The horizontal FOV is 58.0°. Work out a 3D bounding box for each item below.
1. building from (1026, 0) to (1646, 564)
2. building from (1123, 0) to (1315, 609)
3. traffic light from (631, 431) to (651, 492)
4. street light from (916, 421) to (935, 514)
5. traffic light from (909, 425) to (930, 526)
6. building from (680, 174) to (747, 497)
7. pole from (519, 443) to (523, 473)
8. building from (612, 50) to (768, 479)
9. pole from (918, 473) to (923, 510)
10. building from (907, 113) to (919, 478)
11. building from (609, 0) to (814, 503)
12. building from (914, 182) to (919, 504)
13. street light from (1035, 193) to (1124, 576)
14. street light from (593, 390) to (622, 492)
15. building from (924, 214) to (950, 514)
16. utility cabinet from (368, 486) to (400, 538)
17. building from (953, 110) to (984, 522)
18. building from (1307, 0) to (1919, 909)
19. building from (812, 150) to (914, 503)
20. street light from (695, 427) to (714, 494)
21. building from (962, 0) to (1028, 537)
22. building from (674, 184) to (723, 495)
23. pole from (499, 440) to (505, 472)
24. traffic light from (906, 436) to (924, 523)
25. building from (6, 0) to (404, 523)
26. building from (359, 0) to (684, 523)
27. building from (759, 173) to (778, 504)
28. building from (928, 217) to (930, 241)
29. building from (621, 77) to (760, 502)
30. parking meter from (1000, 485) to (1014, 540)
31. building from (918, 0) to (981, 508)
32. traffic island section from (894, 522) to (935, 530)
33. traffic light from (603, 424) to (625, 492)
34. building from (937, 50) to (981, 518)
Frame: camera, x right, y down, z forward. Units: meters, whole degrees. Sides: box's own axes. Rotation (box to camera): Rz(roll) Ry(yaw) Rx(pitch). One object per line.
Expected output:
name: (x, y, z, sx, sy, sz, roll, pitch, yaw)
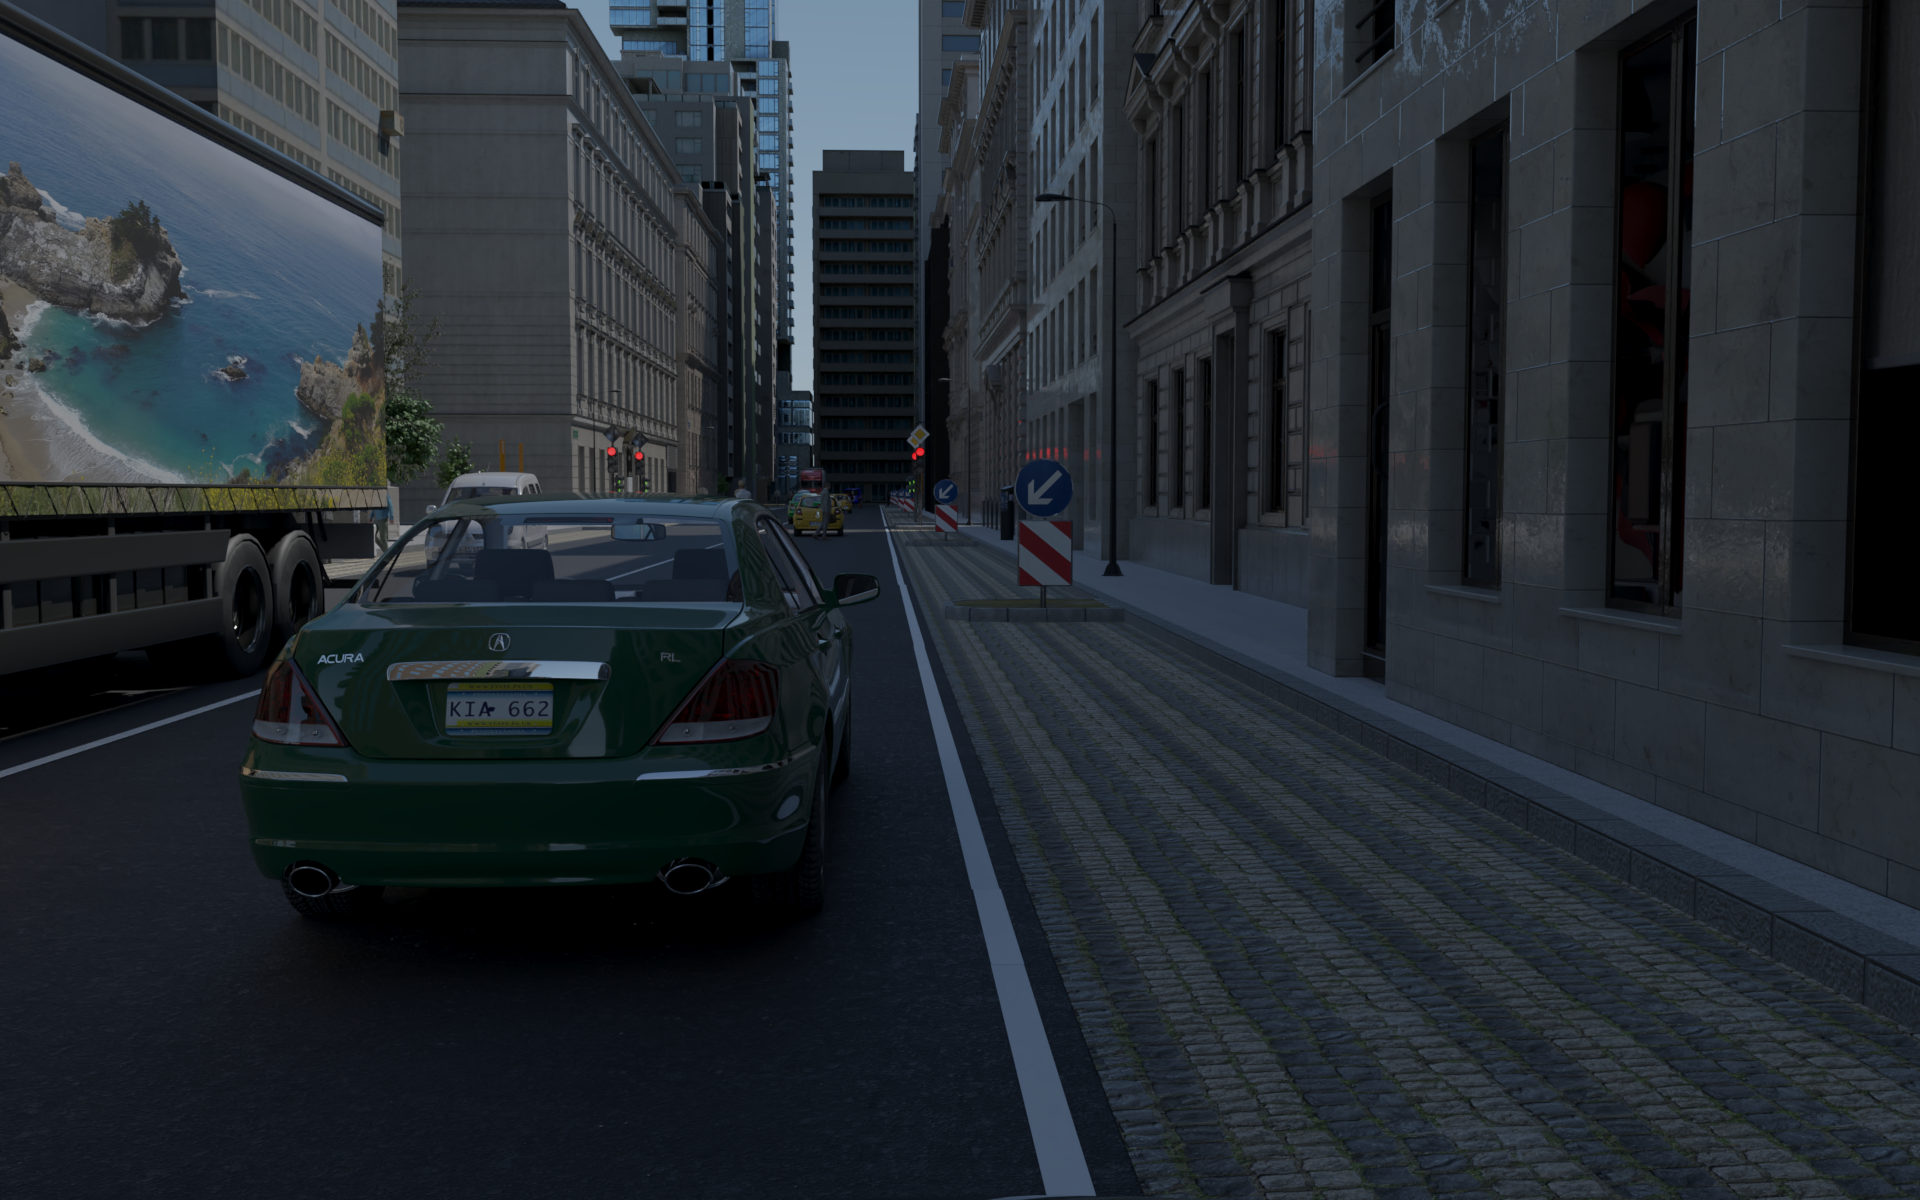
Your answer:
building: (7.506, -11.418, 41.443, 10.420, 20.320, 16.860, 0, 4, -3)
building: (8.343, -9.715, 23.460, 10.561, 19.102, 19.286, 0, 4, -3)
traffic light: (-14.261, -5.408, 77.334, 0.839, 4.253, 0.868, 0, 4, -3)
street light: (-2.129, -8.427, 110.320, 1.470, 5.913, 1.316, 0, 4, -3)
traffic light: (-1.633, -4.956, 69.958, 0.839, 4.253, 0.868, 0, 4, -3)
building: (-27.289, -23.682, 158.904, 14.160, 30.474, 14.107, 0, 4, -3)
pole: (-17.573, -4.622, 69.410, 0.158, 3.312, 0.155, 0, 3, 0)
building: (-34.145, -35.157, 194.418, 23.786, 49.044, 30.456, 0, 4, -3)
pole: (-3.042, -8.835, 138.292, 0.158, 3.312, 0.155, 0, 3, 0)
building: (5.900, -35.462, 199.404, 23.786, 49.044, 30.456, 0, 4, -3)
building: (-36.572, -57.000, 244.613, 31.000, 86.520, 22.319, 0, 4, -3)
building: (1.091, -32.935, 222.089, 14.154, 41.232, 14.086, 0, 4, -3)
street light: (1.854, -3.327, 26.945, 1.470, 5.913, 1.316, 0, 4, -3)
street light: (-15.740, -6.398, 77.154, 1.470, 5.913, 1.316, 0, 4, -3)
building: (3.892, -17.829, 121.190, 12.332, 23.373, 15.834, 0, 4, -3)
utility cabinet: (-16.499, -2.503, 49.605, 0.318, 1.500, 1.173, 1, 4, 13)
building: (10.459, -15.181, 84.374, 21.152, 22.565, 11.583, 0, 4, -3)
building: (8.173, -9.138, 4.164, 10.420, 20.320, 16.860, 0, 4, -3)
building: (-10.007, -38.105, 246.717, 21.600, 48.544, 21.300, 0, 4, -3)
street light: (-17.746, -9.022, 120.049, 1.470, 5.913, 1.316, 0, 4, -3)
building: (6.063, -14.139, 60.058, 11.050, 23.489, 19.941, 0, 4, -3)
building: (-25.411, -20.531, 132.937, 12.463, 27.353, 25.104, 0, 4, -3)
pole: (-17.128, -4.344, 64.872, 0.158, 3.312, 0.155, 0, 3, 0)
traffic light: (-2.015, -5.444, 77.934, 0.839, 4.253, 0.868, 0, 4, -3)
building: (-30.356, -22.007, 51.704, 23.993, 40.220, 32.217, 0, 4, -3)
building: (-26.243, -19.652, 97.728, 17.030, 29.872, 44.131, 0, 4, -3)
building: (-30.481, -32.884, 221.242, 14.086, 41.232, 14.154, 0, 4, -3)
building: (4.706, -21.623, 140.920, 14.401, 28.519, 23.554, 0, 4, -3)
building: (-27.952, -29.910, 172.631, 14.154, 41.232, 14.086, 0, 4, -3)
parking meter: (1.313, -2.433, 48.183, 0.372, 1.533, 0.369, 0, 3, 0)
building: (6.441, -38.395, 169.760, 21.231, 58.520, 28.212, 0, 4, -3)
traffic island section: (-1.592, -2.923, 70.074, 2.009, 0.180, 2.903, 0, 4, -3)
traffic light: (-13.879, -4.920, 69.358, 0.839, 4.253, 0.868, 0, 4, -3)
building: (5.978, -19.209, 101.452, 14.401, 28.519, 23.554, 0, 4, -3)
